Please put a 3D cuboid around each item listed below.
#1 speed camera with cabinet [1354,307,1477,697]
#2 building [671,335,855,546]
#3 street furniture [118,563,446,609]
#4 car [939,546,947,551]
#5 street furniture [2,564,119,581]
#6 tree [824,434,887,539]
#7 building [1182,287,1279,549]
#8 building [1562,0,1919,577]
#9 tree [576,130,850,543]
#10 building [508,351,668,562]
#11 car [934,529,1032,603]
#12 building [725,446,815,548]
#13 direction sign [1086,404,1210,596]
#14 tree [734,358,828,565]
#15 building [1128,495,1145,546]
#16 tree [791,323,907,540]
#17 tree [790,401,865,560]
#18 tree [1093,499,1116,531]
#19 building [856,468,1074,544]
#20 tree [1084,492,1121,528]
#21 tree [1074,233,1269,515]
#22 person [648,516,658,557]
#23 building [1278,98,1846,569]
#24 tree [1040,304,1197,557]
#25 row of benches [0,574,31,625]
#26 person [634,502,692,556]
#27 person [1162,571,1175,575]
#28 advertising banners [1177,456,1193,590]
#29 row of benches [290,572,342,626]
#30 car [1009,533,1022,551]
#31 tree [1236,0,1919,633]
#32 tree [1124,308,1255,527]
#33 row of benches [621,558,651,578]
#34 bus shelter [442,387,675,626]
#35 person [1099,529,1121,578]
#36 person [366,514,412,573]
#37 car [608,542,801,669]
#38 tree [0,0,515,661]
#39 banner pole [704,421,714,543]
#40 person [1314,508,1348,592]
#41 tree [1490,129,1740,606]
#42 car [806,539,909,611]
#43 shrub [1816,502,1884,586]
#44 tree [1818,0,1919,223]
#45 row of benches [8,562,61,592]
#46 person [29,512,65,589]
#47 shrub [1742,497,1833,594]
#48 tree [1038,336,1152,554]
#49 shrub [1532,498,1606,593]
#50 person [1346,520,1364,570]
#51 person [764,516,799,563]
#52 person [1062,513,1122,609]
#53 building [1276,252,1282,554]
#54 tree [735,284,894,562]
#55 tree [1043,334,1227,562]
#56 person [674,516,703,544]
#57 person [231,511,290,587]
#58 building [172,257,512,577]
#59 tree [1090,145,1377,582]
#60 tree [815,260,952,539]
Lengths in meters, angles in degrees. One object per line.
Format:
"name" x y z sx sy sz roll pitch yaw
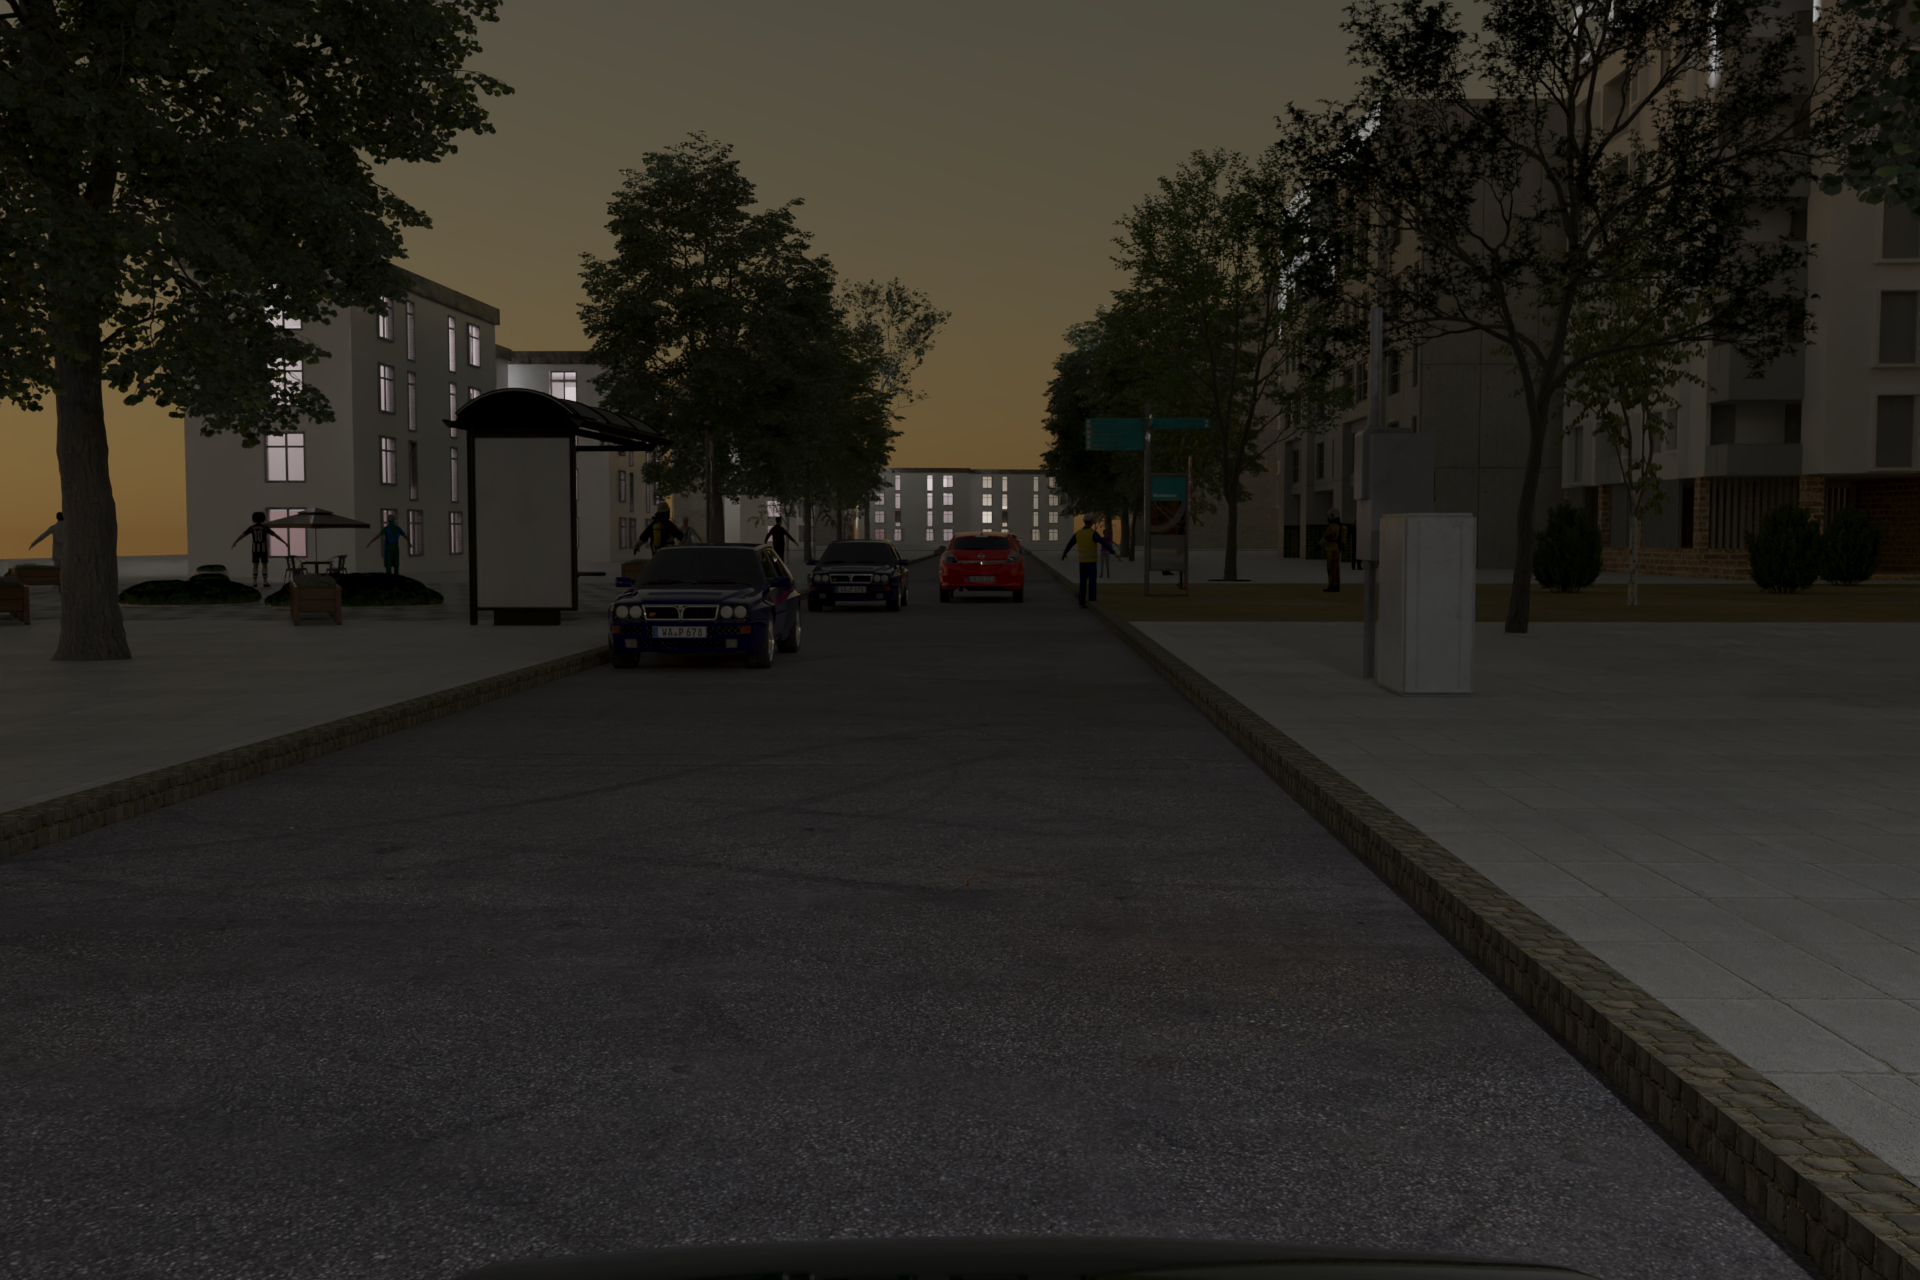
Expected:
"speed camera with cabinet" 3.800 -1.235 14.524 0.660 3.252 2.038 0 4 2
"building" -22.030 -22.426 197.594 19.493 23.208 18.063 0 4 1
"street furniture" -13.031 -1.126 34.029 5.734 0.657 10.072 -1 4 -16
"car" 0.402 -2.542 53.360 2.131 1.459 4.920 0 4 1
"street furniture" -27.943 -1.832 45.573 10.072 0.657 5.734 1 4 12
"tree" -7.027 -9.410 104.218 4.360 8.622 3.978 0 3 0
"building" 27.372 -19.978 157.571 19.493 23.208 18.063 0 4 2
"building" 26.693 -12.457 60.097 16.016 20.090 11.380 0 4 1
"tree" -7.771 -9.098 55.405 9.857 13.997 8.962 0 3 0
"building" -20.282 -9.262 93.578 9.099 9.664 28.070 0 4 1
"car" 0.489 -1.755 37.738 2.155 1.783 4.494 0 4 1
"building" -18.550 -13.847 168.539 9.099 9.664 28.070 0 4 2
"direction sign" 3.824 -2.830 35.033 2.525 3.948 1.411 0 4 2
"tree" -7.094 -7.404 71.418 4.360 8.622 3.978 0 3 0
"building" 28.514 -22.347 196.301 19.493 23.208 18.063 0 4 2
"tree" -6.705 -10.731 93.574 7.486 12.596 7.792 0 3 0
"tree" -6.982 -8.267 85.522 4.737 8.622 4.395 0 3 0
"tree" 9.911 -10.687 125.099 4.360 8.622 3.978 0 3 0
"building" 0.695 -16.872 220.456 28.070 9.664 9.099 0 4 -6
"tree" 19.426 -18.446 219.715 7.486 12.596 7.792 0 3 0
"tree" 8.101 -9.055 66.182 7.486 12.596 7.792 0 3 0
"person" -8.879 -2.700 50.340 0.705 1.806 1.347 -1 4 -15
"building" 25.594 -13.002 79.046 16.747 18.905 31.486 0 4 1
"tree" 9.032 -11.511 94.852 9.857 13.997 8.962 0 3 0
"row of benches" -14.388 -0.638 25.897 1.422 0.672 4.104 -2 4 -31
"person" -5.271 -1.537 30.906 1.354 1.856 0.705 1 4 21
"person" 6.466 -2.918 53.835 0.705 1.813 1.348 3 4 36
"advertising banners" 5.150 -2.659 39.670 0.090 3.025 2.074 0 3 0
"row of benches" -9.767 -0.656 26.188 1.422 0.672 4.104 -1 4 -22
"car" 3.556 -7.378 129.668 2.155 1.783 4.494 0 4 0
"tree" 7.369 -5.351 21.899 8.767 10.594 7.601 -2 4 -26
"tree" 7.586 -6.546 57.386 4.737 8.622 4.395 0 3 0
"row of benches" -7.990 -1.810 45.063 1.422 0.672 4.104 0 4 5
"bus shelter" -6.000 -2.006 26.725 2.014 3.302 5.546 0 4 3
"person" 4.258 -2.552 50.998 0.991 1.433 0.599 0 4 -5
"person" -15.432 -2.498 46.971 0.704 1.817 1.347 3 5 41
"car" -2.832 -0.434 19.682 1.945 1.354 3.894 0 4 1
"tree" -8.880 -6.764 17.251 9.857 13.997 8.962 0 3 0
"banner pole" -5.574 -2.971 38.594 0.401 3.779 0.863 0 4 3
"person" 8.265 -1.998 38.430 0.705 1.858 1.354 3 4 37
"tree" 11.834 -4.917 30.749 4.737 8.622 4.395 0 3 0
"car" -1.931 -1.267 33.298 1.945 1.354 3.894 0 4 1
"shrub" 22.029 -2.382 42.982 1.661 2.075 1.752 0 3 0
"tree" 6.887 -6.127 6.840 9.857 13.997 8.962 0 3 0
"row of benches" -21.192 -1.297 36.671 4.104 0.672 1.422 -3 5 -40
"person" -21.230 -2.124 40.913 1.347 1.806 0.705 -3 5 -39
"shrub" 17.864 -2.042 37.425 1.661 2.075 1.752 0 3 0
"tree" 9.349 -12.403 109.439 9.857 13.997 8.962 0 3 0
"shrub" 13.231 -2.063 37.775 1.661 2.075 1.752 0 3 0
"person" 14.212 -3.408 61.942 1.346 1.802 0.704 -1 4 -19
"person" -5.358 -2.770 51.430 1.346 1.812 0.704 3 4 36
"person" 2.483 -1.523 33.322 1.349 1.833 0.705 3 4 37
"building" 25.144 -15.414 108.433 16.016 20.090 11.380 0 4 1
"tree" -6.890 -9.817 78.639 7.486 12.596 7.792 0 3 0
"tree" 8.069 -8.925 80.329 8.767 10.594 7.601 -1 4 -12
"person" -8.745 -3.014 55.142 1.347 1.847 0.705 1 4 19
"person" -16.948 -2.189 41.939 1.345 1.843 0.704 -1 4 -11
"building" -21.697 -7.508 64.907 9.099 9.664 28.070 0 4 2
"tree" 7.347 -7.394 46.646 9.928 11.665 9.643 0 3 0
"tree" -7.255 -16.151 119.959 12.611 20.169 13.585 0 3 0
